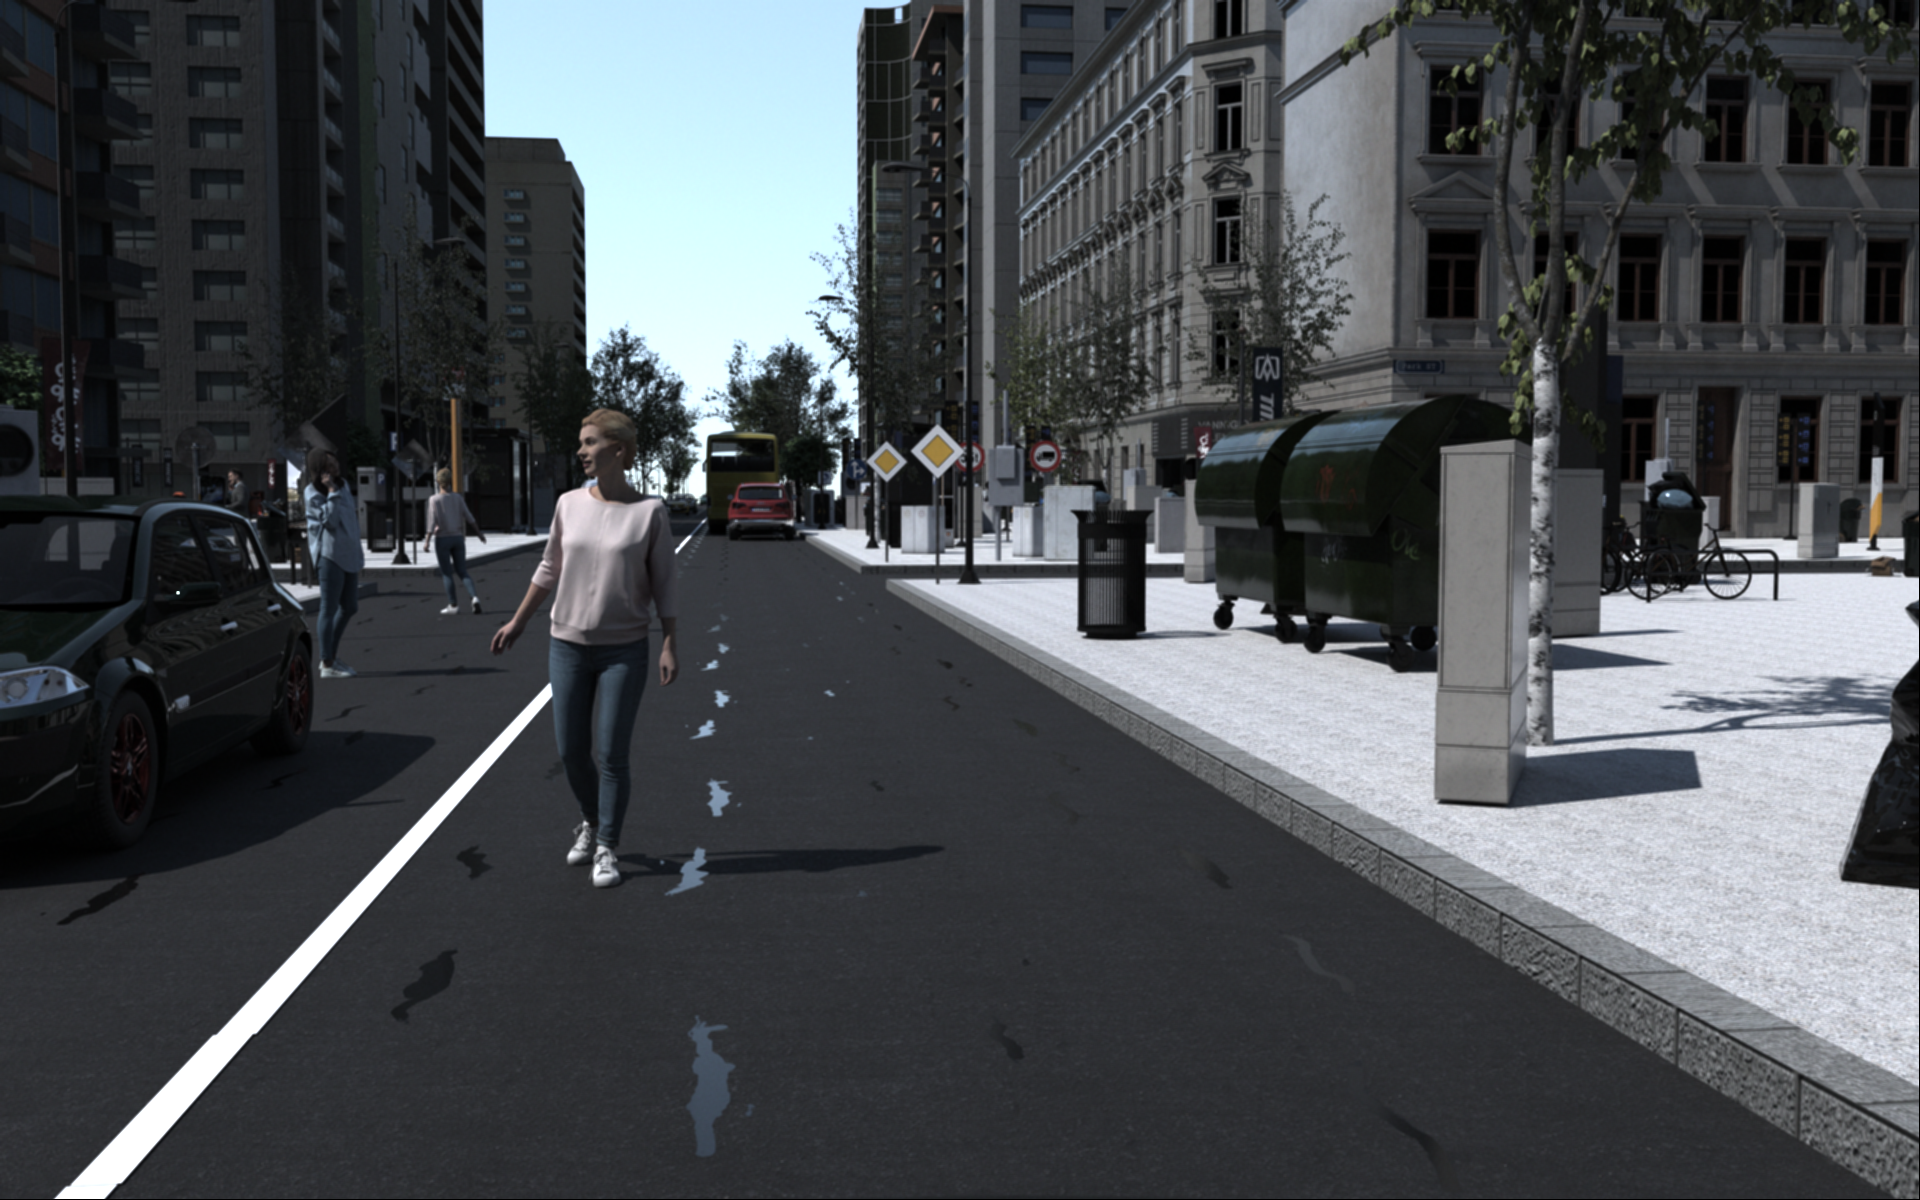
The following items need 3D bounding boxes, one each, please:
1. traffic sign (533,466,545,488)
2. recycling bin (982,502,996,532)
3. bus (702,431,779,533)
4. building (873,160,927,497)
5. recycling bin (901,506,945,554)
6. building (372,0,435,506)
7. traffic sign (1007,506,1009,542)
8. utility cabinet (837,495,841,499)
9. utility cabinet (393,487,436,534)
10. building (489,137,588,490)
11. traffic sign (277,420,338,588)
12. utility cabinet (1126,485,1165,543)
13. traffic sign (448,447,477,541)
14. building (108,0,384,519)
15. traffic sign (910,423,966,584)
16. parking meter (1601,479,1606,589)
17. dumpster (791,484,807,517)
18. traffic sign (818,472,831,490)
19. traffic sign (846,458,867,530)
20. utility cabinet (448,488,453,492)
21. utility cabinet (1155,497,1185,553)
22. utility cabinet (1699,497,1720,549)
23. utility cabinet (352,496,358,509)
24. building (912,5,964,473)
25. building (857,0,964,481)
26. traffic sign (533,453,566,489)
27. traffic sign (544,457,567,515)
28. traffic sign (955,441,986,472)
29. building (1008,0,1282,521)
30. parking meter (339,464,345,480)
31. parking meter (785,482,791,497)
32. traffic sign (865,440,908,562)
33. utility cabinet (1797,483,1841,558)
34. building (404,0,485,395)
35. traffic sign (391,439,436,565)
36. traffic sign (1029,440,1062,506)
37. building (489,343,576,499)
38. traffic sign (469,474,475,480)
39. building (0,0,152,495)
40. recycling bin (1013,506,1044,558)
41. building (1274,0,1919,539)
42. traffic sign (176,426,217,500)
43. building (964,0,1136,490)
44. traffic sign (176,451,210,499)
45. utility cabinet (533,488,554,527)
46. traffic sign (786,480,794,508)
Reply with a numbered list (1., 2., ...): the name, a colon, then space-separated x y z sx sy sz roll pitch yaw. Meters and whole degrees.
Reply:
1. traffic sign: -19.400 -4.848 79.373 0.768 2.556 0.104 0 4 -2
2. recycling bin: 0.932 -2.803 58.377 0.722 1.027 0.722 2 4 24
3. bus: -8.454 -4.585 66.512 2.896 3.916 12.252 -1 4 -8
4. building: -3.955 -32.533 215.506 14.154 41.232 14.086 0 4 -8
5. recycling bin: -0.796 -1.521 37.418 0.722 1.027 0.722 2 4 30
6. building: -50.701 -32.144 114.798 28.713 52.752 27.495 0 4 -8
7. traffic sign: 1.291 -2.727 46.716 0.606 2.300 0.079 0 4 -7
8. utility cabinet: -6.083 -4.787 89.435 0.306 1.237 1.020 1 4 13
9. utility cabinet: -17.517 -2.866 55.535 1.173 1.500 0.318 -1 4 -9
10. building: -63.047 -37.573 238.012 21.300 48.544 21.600 0 4 -8
11. traffic sign: -8.841 -1.214 23.496 0.795 2.450 0.064 0 4 -8
12. utility cabinet: 4.781 -2.225 45.059 0.318 1.500 1.173 3 5 42
13. traffic sign: -13.468 -2.865 46.949 0.768 2.556 0.104 0 4 -7
14. building: -39.919 -25.050 93.161 14.154 41.232 14.086 0 4 -8
15. traffic sign: -0.320 -1.282 24.610 0.795 2.450 0.064 0 4 -8
16. parking meter: 8.595 -0.929 23.605 0.372 1.533 0.369 0 3 0
17. dumpster: -8.955 -5.442 94.737 1.264 1.857 1.865 0 4 -8
18. traffic sign: -6.044 -4.609 77.480 0.606 2.300 0.079 0 4 -5
19. traffic sign: -3.709 -3.791 62.087 0.768 2.556 0.104 0 4 -7
20. utility cabinet: -18.401 -3.263 62.036 1.173 1.500 0.318 0 4 4
21. utility cabinet: 4.754 -1.621 37.665 1.020 1.237 0.306 -1 4 -15
22. utility cabinet: 17.608 -1.830 41.087 0.306 1.237 1.020 0 4 -6
23. utility cabinet: -21.512 -3.088 61.655 0.306 1.237 1.020 3 5 40
24. building: 7.320 -30.734 157.122 22.147 44.769 28.867 0 4 -8
25. building: -6.395 -50.019 256.064 20.563 71.187 20.611 0 4 -8
26. traffic sign: -20.571 -5.604 85.499 2.265 3.308 0.079 0 3 0
27. traffic sign: -13.854 -3.620 59.290 0.768 2.556 0.104 0 4 -7
28. traffic sign: 0.225 -2.523 41.353 0.768 2.556 0.104 0 4 -2
29. building: 14.382 -19.063 88.097 17.030 29.872 44.131 0 4 -8
30. parking meter: -12.105 -1.713 33.726 0.255 1.863 0.399 -1 4 -19
31. parking meter: -8.627 -4.966 86.897 0.255 1.863 0.399 0 4 -6
32. traffic sign: -1.377 -1.767 32.525 0.795 2.450 0.064 0 4 -8
33. utility cabinet: 17.088 -1.575 34.423 1.173 1.500 0.318 -3 5 -40
34. building: -50.558 -31.557 139.664 21.300 48.544 21.600 0 4 -8
35. traffic sign: -9.899 -1.698 31.411 0.795 2.450 0.064 0 4 -8
36. traffic sign: 1.998 -2.479 40.644 0.768 2.556 0.104 0 4 -7
37. building: -62.795 -22.532 213.445 27.650 21.520 28.899 0 4 -8
38. traffic sign: -17.890 -3.914 64.103 0.768 2.556 0.104 0 4 -1
39. building: -41.077 -24.595 56.748 22.147 44.769 28.867 0 4 -8
40. recycling bin: 1.555 -1.399 35.429 0.722 1.027 0.722 -2 4 -33
41. building: 21.069 -13.325 54.018 21.152 22.565 11.583 0 4 -8
42. traffic sign: -14.279 -1.974 32.387 0.768 2.556 0.104 0 4 2
43. building: 10.803 -35.867 128.427 21.231 58.520 28.212 0 4 -8
44. traffic sign: -15.103 -2.086 34.210 0.768 2.556 0.104 0 4 1
45. utility cabinet: -16.041 -3.516 66.164 1.173 1.500 0.318 2 4 25
46. traffic sign: -8.910 -5.662 92.579 0.884 2.594 0.081 0 4 -7
